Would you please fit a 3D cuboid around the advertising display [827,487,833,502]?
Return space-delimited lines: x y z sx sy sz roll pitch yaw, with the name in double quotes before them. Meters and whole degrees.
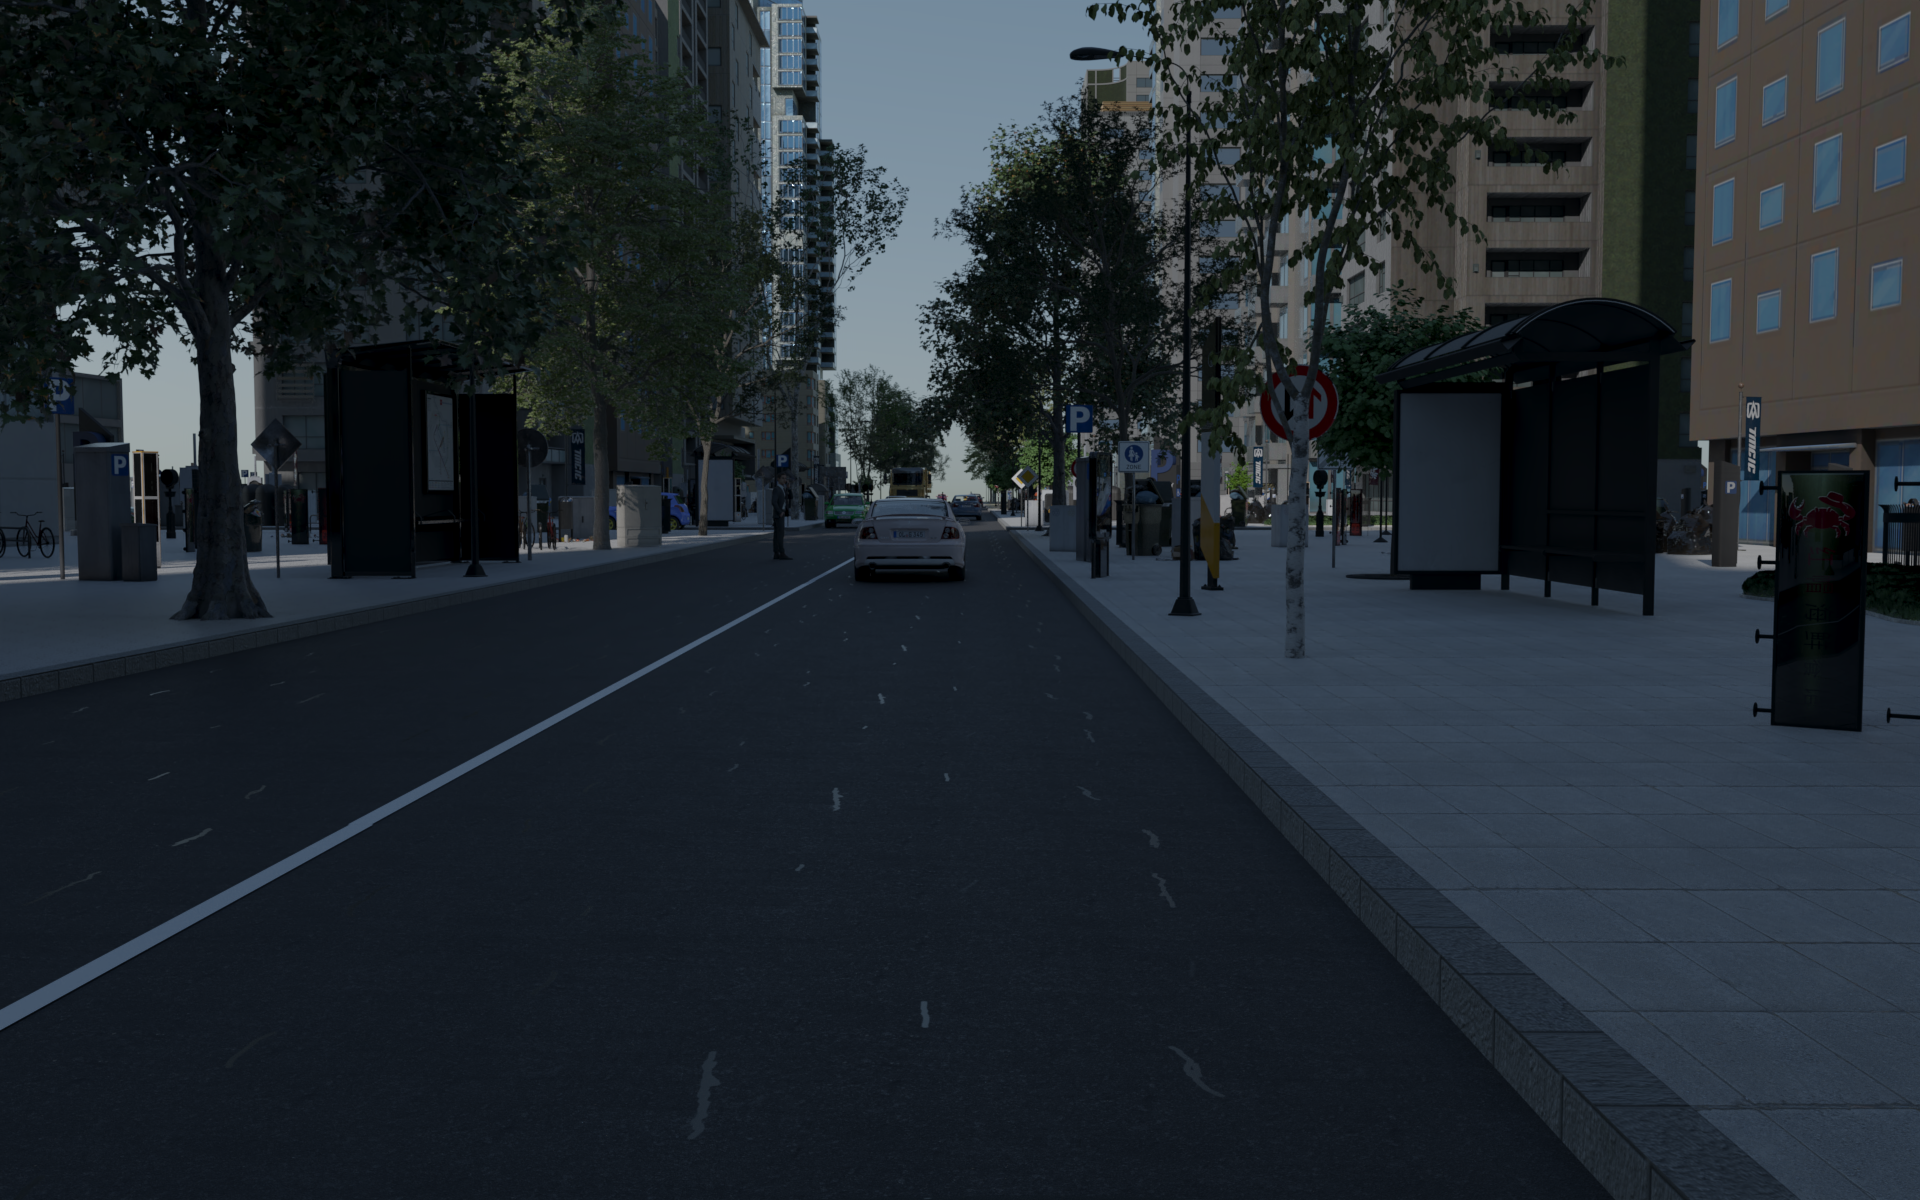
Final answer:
"advertising display" -8.376 -6.490 111.324 0.123 1.923 0.974 -1 4 -23

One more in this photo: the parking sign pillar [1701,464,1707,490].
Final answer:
"parking sign pillar" 52.691 -8.272 123.720 1.447 3.967 1.447 -2 4 -25

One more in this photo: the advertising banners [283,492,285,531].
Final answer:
"advertising banners" -22.291 -3.759 57.655 0.090 3.025 2.074 -2 4 -33

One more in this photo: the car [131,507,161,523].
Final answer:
"car" -32.001 -3.176 63.723 4.920 1.459 2.131 0 4 -1

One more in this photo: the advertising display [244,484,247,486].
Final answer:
"advertising display" -44.105 -6.181 106.281 0.974 1.923 0.123 2 4 26

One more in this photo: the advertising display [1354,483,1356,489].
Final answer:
"advertising display" 23.086 -5.824 100.437 0.974 1.923 0.123 -2 4 -34

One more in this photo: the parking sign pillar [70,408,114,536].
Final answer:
"parking sign pillar" -26.867 -3.992 53.749 1.447 3.967 1.447 1 4 21

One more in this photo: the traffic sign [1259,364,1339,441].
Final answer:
"traffic sign" 3.325 -1.037 17.065 0.768 2.556 0.104 0 4 5

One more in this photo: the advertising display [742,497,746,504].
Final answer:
"advertising display" -17.803 -8.380 142.227 0.123 1.923 0.974 -3 5 -43

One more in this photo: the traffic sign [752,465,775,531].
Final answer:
"traffic sign" -6.838 -3.461 60.225 0.795 2.450 0.064 0 4 0

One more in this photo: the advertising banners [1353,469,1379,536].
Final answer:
"advertising banners" 12.118 -3.477 53.035 0.090 3.025 2.074 -2 4 -34

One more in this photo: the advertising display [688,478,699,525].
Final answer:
"advertising display" -10.970 -4.054 71.494 0.123 1.923 0.974 1 4 17

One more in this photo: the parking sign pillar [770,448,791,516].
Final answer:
"parking sign pillar" -10.362 -6.871 100.807 1.447 3.967 1.447 2 4 23

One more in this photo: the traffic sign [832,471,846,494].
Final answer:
"traffic sign" -6.741 -5.886 96.343 0.768 2.556 0.104 0 4 7

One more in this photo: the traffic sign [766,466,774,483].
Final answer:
"traffic sign" -8.740 -4.824 78.978 0.768 2.556 0.104 0 4 2

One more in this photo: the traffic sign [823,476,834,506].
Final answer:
"traffic sign" -7.470 -5.885 98.355 0.606 2.300 0.079 0 4 2

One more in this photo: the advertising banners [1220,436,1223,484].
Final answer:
"advertising banners" 6.606 -3.033 45.775 0.090 3.025 2.074 2 4 29

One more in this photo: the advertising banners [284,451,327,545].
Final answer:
"advertising banners" -16.060 -2.917 43.877 2.074 3.025 0.090 0 4 7

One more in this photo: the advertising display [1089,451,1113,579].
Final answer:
"advertising display" 2.161 -1.309 26.615 0.123 1.923 0.974 1 4 19

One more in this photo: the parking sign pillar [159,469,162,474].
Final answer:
"parking sign pillar" -61.742 -8.838 132.972 1.447 3.967 1.447 1 4 15

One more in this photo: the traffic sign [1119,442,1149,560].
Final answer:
"traffic sign" 3.367 -1.924 33.585 0.606 2.300 0.079 0 4 7

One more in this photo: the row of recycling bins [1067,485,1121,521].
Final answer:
"row of recycling bins" 6.331 -4.647 83.097 3.534 1.692 1.069 -3 4 -37

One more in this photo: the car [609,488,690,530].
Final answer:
"car" -12.107 -3.424 65.579 3.694 1.707 1.945 0 4 -1

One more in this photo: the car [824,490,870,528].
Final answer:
"car" -4.781 -3.997 74.150 1.959 1.807 4.718 0 4 1

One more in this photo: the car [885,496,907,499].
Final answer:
"car" -3.626 -5.238 98.215 1.945 1.354 3.894 0 4 0

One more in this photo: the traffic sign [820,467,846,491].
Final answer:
"traffic sign" -9.551 -8.226 128.368 2.265 3.308 0.079 0 4 1

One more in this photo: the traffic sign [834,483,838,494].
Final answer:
"traffic sign" -9.015 -7.642 125.054 0.768 2.556 0.104 1 4 8

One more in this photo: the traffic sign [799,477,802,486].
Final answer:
"traffic sign" -11.419 -7.398 121.055 0.768 2.556 0.104 1 4 10

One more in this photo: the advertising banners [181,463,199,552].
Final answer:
"advertising banners" -17.035 -2.611 38.879 0.090 3.025 2.074 0 4 -3

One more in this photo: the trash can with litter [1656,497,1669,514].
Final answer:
"trash can with litter" 23.901 -2.904 58.871 0.624 1.170 1.055 0 4 4

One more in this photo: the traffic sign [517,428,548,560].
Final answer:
"traffic sign" -8.325 -2.039 33.437 0.768 2.556 0.104 0 4 4

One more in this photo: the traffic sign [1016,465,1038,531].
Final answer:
"traffic sign" 2.356 -3.455 60.135 0.795 2.450 0.064 0 4 0

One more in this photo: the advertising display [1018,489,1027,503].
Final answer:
"advertising display" 4.961 -8.053 136.878 0.974 1.923 0.123 -3 4 -38

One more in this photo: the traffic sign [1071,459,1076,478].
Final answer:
"traffic sign" 4.240 -3.688 60.408 0.768 2.556 0.104 0 4 1

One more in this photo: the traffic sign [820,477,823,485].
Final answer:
"traffic sign" -10.433 -7.805 127.719 0.768 2.556 0.104 1 4 8

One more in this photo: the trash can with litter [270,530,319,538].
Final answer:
"trash can with litter" -19.685 -2.484 51.672 1.678 1.210 2.233 -1 4 -21

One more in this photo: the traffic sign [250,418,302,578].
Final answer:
"traffic sign" -10.429 -1.545 26.439 0.795 2.450 0.064 0 4 2

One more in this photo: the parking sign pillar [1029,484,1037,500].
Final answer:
"parking sign pillar" 4.993 -7.585 112.482 1.447 3.967 1.447 1 4 10

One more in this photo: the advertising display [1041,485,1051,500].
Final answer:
"advertising display" 4.513 -5.298 91.834 0.123 1.923 0.974 -2 4 -31

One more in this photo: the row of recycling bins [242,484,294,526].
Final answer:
"row of recycling bins" -28.111 -3.833 69.775 3.534 1.692 1.069 2 4 30

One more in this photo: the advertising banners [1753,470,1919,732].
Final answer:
"advertising banners" 5.258 -0.780 8.948 2.074 3.025 0.090 3 4 38

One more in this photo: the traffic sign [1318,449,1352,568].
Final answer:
"traffic sign" 6.496 -1.708 30.055 0.606 2.300 0.079 0 4 6

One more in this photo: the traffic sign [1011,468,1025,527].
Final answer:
"traffic sign" 2.416 -3.944 68.120 0.795 2.450 0.064 0 4 0

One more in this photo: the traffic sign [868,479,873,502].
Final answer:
"traffic sign" -7.084 -8.180 133.852 0.768 2.556 0.104 1 4 9

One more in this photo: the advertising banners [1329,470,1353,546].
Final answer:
"advertising banners" 9.392 -2.860 42.941 0.090 3.025 2.074 2 4 24

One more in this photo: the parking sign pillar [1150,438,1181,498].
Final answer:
"parking sign pillar" 8.938 -5.315 75.375 1.447 3.967 1.447 3 4 36

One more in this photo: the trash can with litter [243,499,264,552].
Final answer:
"trash can with litter" -15.923 -1.641 38.212 1.055 1.170 0.624 -1 4 -10

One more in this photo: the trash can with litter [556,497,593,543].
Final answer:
"trash can with litter" -10.305 -2.183 46.754 1.678 1.210 2.233 2 4 27

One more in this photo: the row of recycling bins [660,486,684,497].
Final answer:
"row of recycling bins" -16.211 -5.103 90.541 3.534 1.692 1.069 0 4 -5

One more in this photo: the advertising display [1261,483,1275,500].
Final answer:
"advertising display" 17.912 -5.847 100.817 0.974 1.923 0.123 -2 4 -30

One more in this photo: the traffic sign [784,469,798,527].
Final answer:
"traffic sign" -6.778 -3.949 68.209 0.795 2.450 0.064 0 4 0

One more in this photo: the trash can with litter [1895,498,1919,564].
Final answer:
"trash can with litter" 15.892 -1.090 28.883 1.678 1.210 2.233 1 4 15

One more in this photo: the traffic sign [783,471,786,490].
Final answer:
"traffic sign" -9.834 -5.943 97.282 0.768 2.556 0.104 0 4 5
